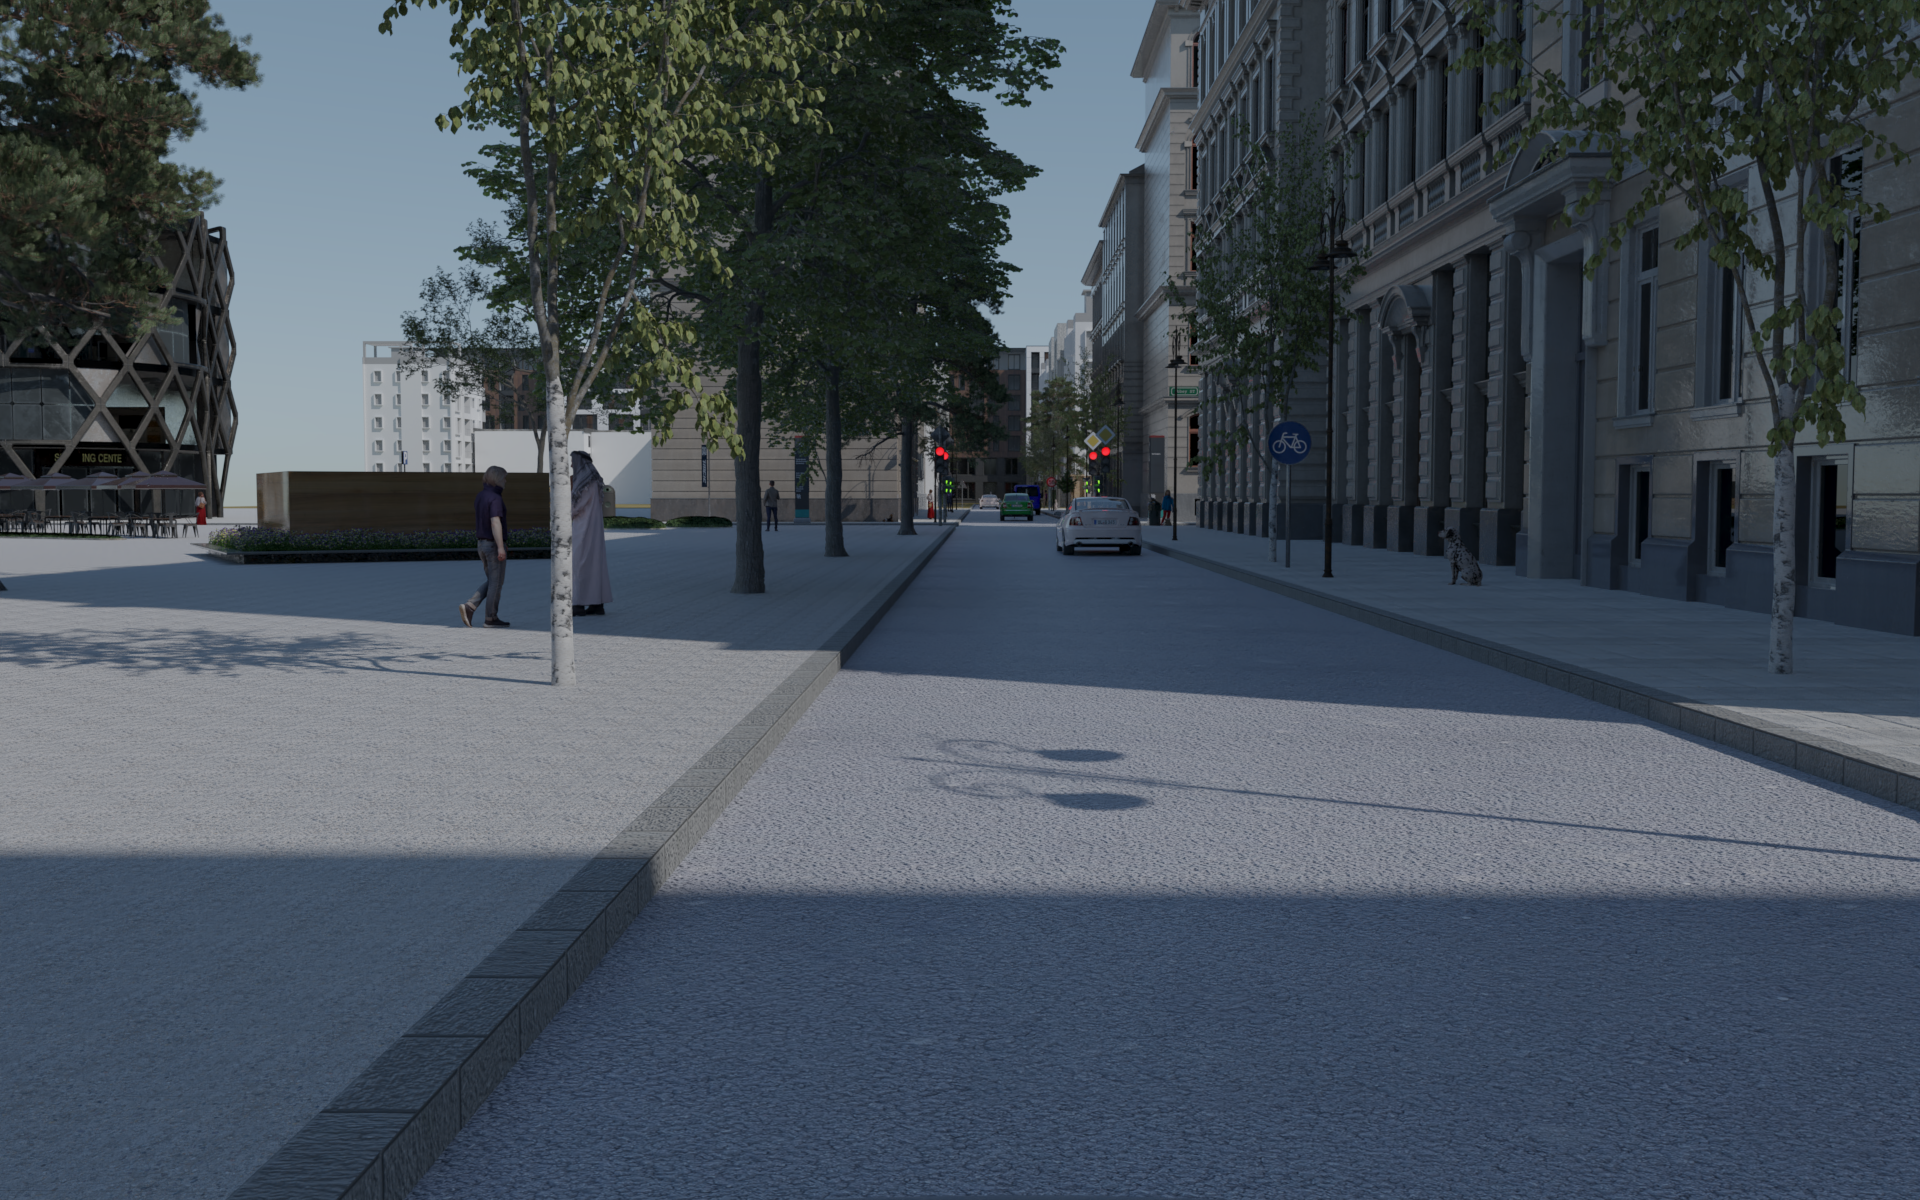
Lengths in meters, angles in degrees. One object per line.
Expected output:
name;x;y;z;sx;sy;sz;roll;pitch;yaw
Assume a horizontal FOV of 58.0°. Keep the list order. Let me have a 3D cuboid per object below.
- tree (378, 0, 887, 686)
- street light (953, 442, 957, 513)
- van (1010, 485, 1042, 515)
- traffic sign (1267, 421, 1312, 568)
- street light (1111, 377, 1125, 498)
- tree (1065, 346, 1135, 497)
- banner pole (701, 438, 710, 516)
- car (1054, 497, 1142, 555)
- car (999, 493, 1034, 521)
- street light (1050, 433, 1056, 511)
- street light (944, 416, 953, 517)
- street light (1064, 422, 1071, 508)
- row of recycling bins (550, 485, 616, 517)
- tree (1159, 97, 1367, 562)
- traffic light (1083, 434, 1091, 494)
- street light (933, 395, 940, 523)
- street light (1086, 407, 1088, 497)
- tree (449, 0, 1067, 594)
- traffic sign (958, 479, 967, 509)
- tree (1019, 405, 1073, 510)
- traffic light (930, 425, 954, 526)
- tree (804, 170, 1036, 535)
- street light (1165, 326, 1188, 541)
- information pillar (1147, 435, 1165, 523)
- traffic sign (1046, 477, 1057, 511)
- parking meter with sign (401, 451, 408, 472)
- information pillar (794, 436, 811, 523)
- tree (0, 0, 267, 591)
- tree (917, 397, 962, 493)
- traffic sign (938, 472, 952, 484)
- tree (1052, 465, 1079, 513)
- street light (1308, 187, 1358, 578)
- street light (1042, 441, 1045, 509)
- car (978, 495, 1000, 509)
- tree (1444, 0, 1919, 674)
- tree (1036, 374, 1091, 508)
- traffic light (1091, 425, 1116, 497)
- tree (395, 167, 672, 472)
tree;-2.445;-3.727;11.302;4.737;8.622;4.395;0;3;0
street light;-0.527;-8.990;119.780;0.468;5.910;1.993;0;4;1
van;4.563;-7.018;119.122;2.240;2.365;5.245;0;4;1
traffic sign;5.724;-1.839;30.168;0.768;2.556;0.104;0;4;1
street light;6.265;-5.864;68.663;0.468;5.910;1.993;0;4;1
tree;6.645;-8.254;85.322;4.737;8.622;4.395;0;3;0
banner pole;-11.257;-5.312;76.875;0.401;3.779;0.863;-3;5;-40
car;3.340;-1.815;42.040;2.083;1.381;4.827;0;4;0
car;3.041;-5.189;93.632;1.959;1.807;4.718;0;4;1
street light;7.083;-9.684;131.119;0.468;5.910;1.993;0;4;1
street light;-0.795;-7.694;98.576;0.468;5.910;1.993;0;4;1
street light;6.833;-8.405;110.201;0.468;5.910;1.993;0;4;1
row of recycling bins;-17.051;-4.274;76.989;3.534;1.692;1.069;0;4;3
tree;5.910;-5.045;32.851;4.737;8.622;4.395;0;3;0
traffic light;5.901;-5.383;77.255;0.839;4.213;0.868;0;4;1
street light;-1.109;-6.414;77.660;0.468;5.910;1.993;0;4;1
street light;6.526;-7.118;89.175;0.468;5.910;1.993;0;4;1
tree;-2.313;-6.362;22.141;7.486;12.596;7.792;0;3;0
traffic sign;0.203;-9.357;152.986;0.884;2.594;0.081;0;4;7
tree;7.001;-11.613;140.230;4.360;8.622;3.978;0;3;0
traffic light;-0.773;-4.899;69.348;0.839;4.213;0.868;0;4;1
tree;-1.669;-8.083;54.207;6.751;12.117;7.091;0;3;0
street light;5.944;-4.585;47.746;0.468;5.910;1.993;0;4;1
information pillar;8.702;-5.341;76.701;0.750;3.857;0.750;0;4;0
traffic sign;6.805;-7.867;128.737;0.768;2.556;0.104;0;4;5
parking meter with sign;-23.262;-4.511;70.012;1.738;3.016;0.543;0;4;-1
information pillar;-7.025;-5.357;76.958;0.750;3.857;0.750;0;4;-6
tree;-12.943;-7.017;22.145;7.806;13.903;7.818;0;3;0
tree;-1.445;-10.558;122.982;4.360;8.622;3.978;0;3;0
traffic sign;-0.789;-5.633;92.198;0.768;2.556;0.104;0;4;7
tree;7.178;-7.393;115.472;1.663;3.219;1.824;0;3;0
street light;5.666;-3.285;26.498;0.468;5.910;1.993;0;4;1
street light;7.399;-10.963;152.036;0.468;5.910;1.993;0;4;1
car;2.768;-9.224;163.177;2.083;1.381;4.827;0;4;1
tree;5.644;-3.778;12.131;4.737;8.622;4.395;0;3;0
tree;8.948;-14.343;156.570;6.751;12.117;7.091;0;3;0
traffic light;5.788;-4.895;69.271;0.839;4.213;0.868;0;4;1
tree;-12.351;-7.074;50.073;8.767;10.594;7.601;0;4;-1
